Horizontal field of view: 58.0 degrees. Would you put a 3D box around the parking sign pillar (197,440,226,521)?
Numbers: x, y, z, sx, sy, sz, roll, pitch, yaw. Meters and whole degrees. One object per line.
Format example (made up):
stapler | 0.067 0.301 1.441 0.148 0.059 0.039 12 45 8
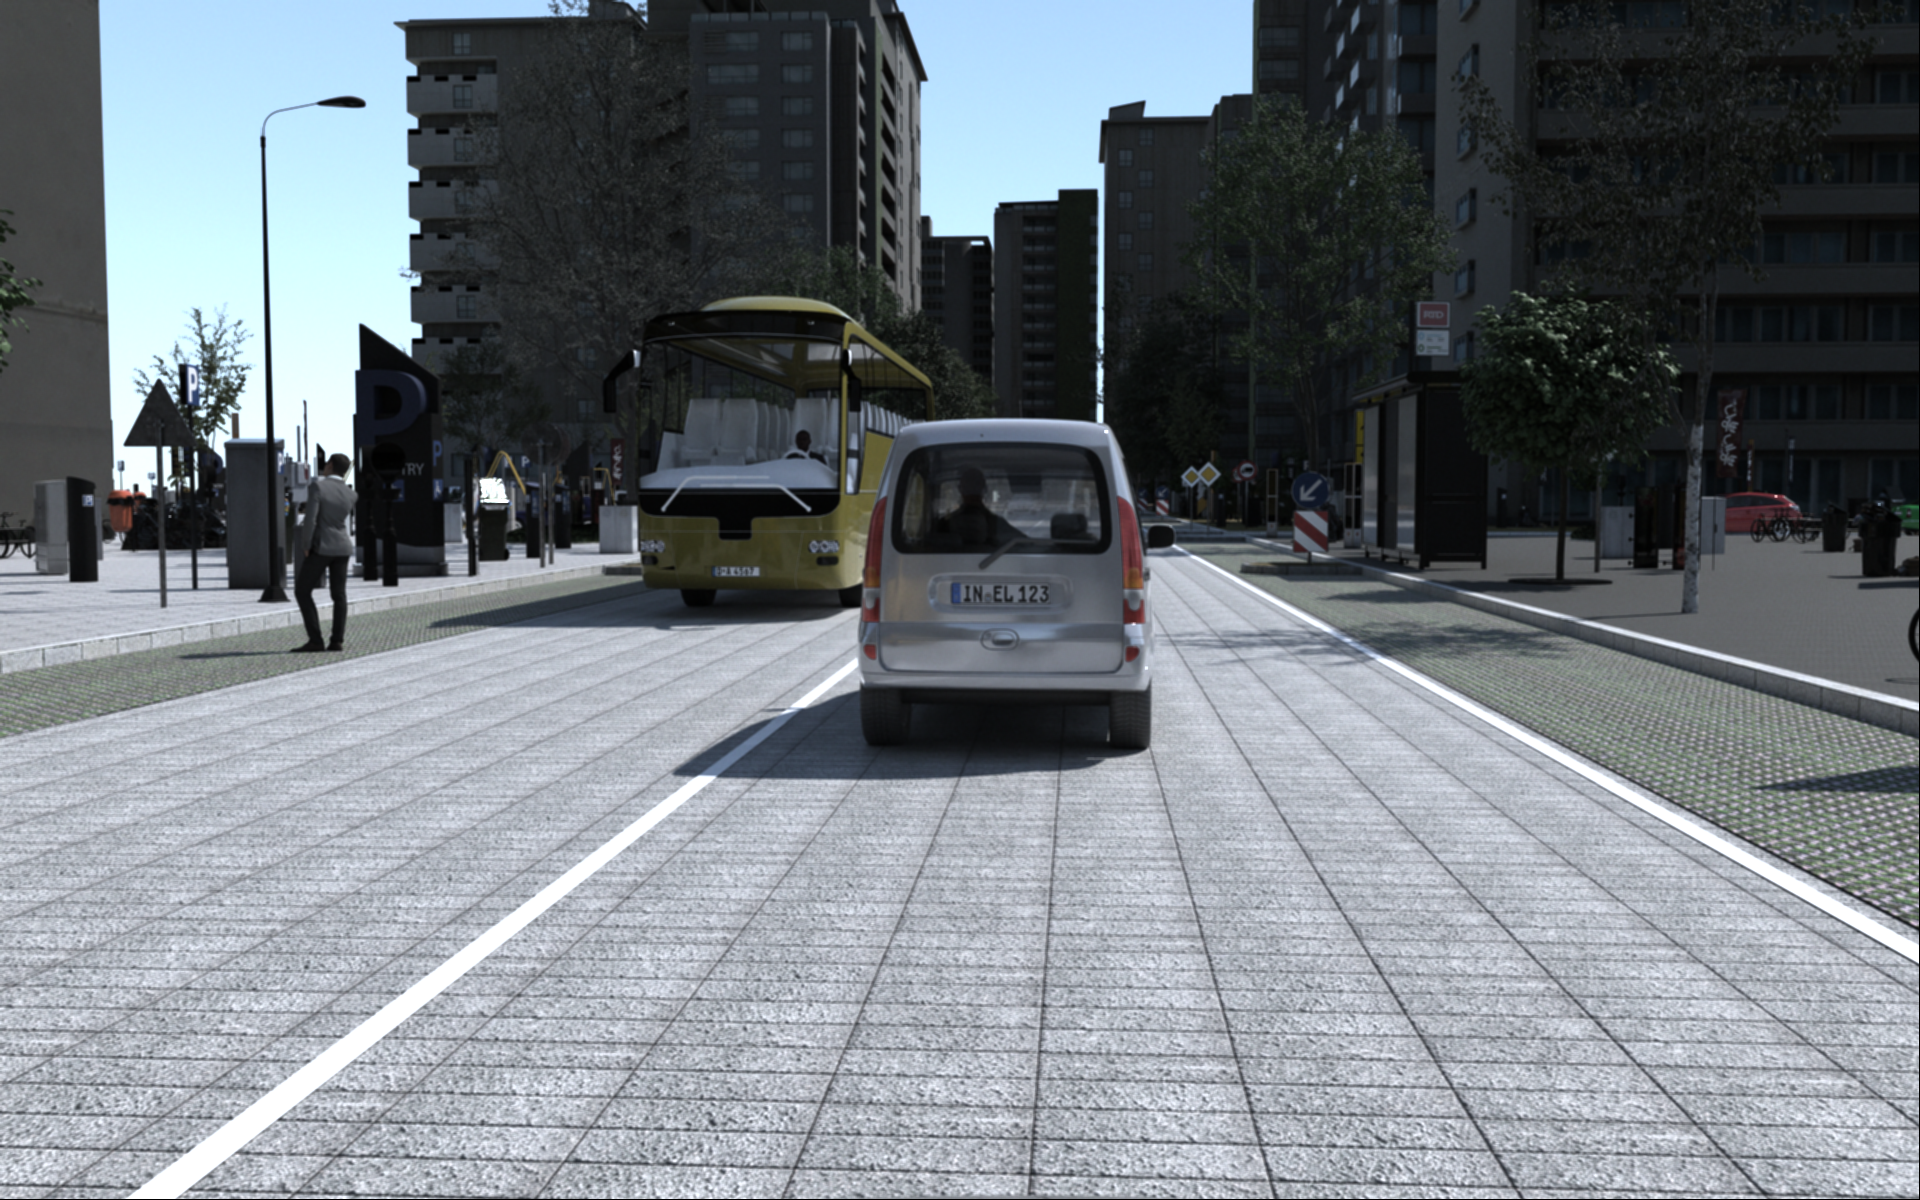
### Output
parking sign pillar | -36.142 -5.822 83.667 1.447 3.967 1.447 2 4 24

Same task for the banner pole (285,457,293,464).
banner pole | -39.928 -6.890 102.664 0.863 3.779 0.401 0 4 0

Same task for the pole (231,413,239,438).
pole | -18.203 -3.042 43.580 0.158 3.312 0.155 0 3 0

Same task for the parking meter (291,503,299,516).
parking meter | -39.659 -5.964 103.224 0.255 1.863 0.399 1 4 17

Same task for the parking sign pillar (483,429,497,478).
parking sign pillar | -19.390 -5.081 71.552 1.447 3.967 1.447 -1 4 -18

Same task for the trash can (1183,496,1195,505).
trash can | 14.060 -5.776 106.084 0.748 1.137 0.748 0 3 0

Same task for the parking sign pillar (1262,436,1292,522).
parking sign pillar | 14.721 -5.626 80.463 1.447 3.967 1.447 1 4 9

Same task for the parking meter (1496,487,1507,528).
parking meter | 20.459 -3.486 65.401 0.372 1.533 0.369 0 3 0

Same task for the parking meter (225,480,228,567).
parking meter | -12.764 -1.356 30.579 0.372 1.533 0.369 0 3 0

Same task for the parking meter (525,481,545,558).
parking meter | -8.531 -1.614 34.796 0.372 1.533 0.369 0 3 0

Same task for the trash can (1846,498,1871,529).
trash can | 30.897 -2.932 59.598 0.748 1.137 0.748 0 3 0

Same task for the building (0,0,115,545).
building | -34.994 -25.302 37.387 21.600 48.544 21.300 0 4 4

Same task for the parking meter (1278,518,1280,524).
parking meter | 14.006 -4.248 75.169 0.399 1.863 0.255 3 5 40

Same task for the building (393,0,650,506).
building | -45.850 -36.951 193.391 27.495 52.752 28.713 0 4 4

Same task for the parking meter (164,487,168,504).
parking meter | -61.326 -7.822 133.593 0.255 1.863 0.399 2 4 26

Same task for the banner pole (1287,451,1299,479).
banner pole | 19.358 -6.760 100.545 0.863 3.779 0.401 1 4 15

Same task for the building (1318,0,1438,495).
building | 37.134 -30.509 118.436 23.786 49.044 30.456 0 4 4

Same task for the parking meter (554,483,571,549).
parking meter | -9.361 -1.981 40.792 0.372 1.533 0.369 0 3 0

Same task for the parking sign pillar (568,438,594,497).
parking sign pillar | -18.488 -5.871 84.458 1.447 3.967 1.447 2 4 31

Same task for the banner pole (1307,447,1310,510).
banner pole | 16.803 -5.704 83.278 0.401 3.779 0.863 0 4 3

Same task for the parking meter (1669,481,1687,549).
parking meter | 13.981 -1.524 33.334 0.372 1.533 0.369 0 3 0

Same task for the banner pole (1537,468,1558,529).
banner pole | 21.630 -4.511 63.769 0.401 3.779 0.863 -3 5 -44

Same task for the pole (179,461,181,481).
pole | -48.716 -7.002 108.319 0.158 3.312 0.155 0 3 0

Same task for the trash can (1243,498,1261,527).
trash can | 11.387 -3.414 67.465 0.748 1.137 0.748 0 3 0

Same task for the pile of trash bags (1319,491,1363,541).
pile of trash bags | 11.012 -2.404 49.055 1.912 1.369 3.447 1 4 23

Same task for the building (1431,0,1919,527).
building | 32.621 -27.685 76.348 21.600 48.544 21.300 0 4 4

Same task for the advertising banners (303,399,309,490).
advertising banners | -12.388 -2.253 33.029 0.090 3.025 2.074 -1 4 -15

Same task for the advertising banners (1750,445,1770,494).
advertising banners | 28.419 -4.008 61.713 2.074 3.025 0.090 -3 5 -43

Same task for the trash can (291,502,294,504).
trash can | -30.286 -4.064 78.106 0.748 1.137 0.748 0 3 0

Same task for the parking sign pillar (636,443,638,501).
parking sign pillar | -11.270 -4.553 62.914 1.447 3.967 1.447 -3 4 -36

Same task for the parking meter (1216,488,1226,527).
parking meter | 10.139 -3.595 67.197 0.372 1.533 0.369 0 3 0

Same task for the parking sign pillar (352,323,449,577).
parking sign pillar | -8.828 -2.370 27.227 1.447 3.967 1.447 0 4 8

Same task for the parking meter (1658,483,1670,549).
parking meter | 16.532 -1.966 40.562 0.372 1.533 0.369 0 3 0

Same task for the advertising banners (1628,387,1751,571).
advertising banners | 12.306 -2.027 29.329 0.090 3.025 2.074 -3 4 -36

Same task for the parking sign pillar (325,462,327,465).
parking sign pillar | -48.579 -8.884 133.732 1.447 3.967 1.447 -1 4 -18

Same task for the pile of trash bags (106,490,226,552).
pile of trash bags | -18.366 -1.834 39.741 1.912 1.369 3.447 0 4 7

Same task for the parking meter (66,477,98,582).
parking meter | -12.834 -1.035 25.326 0.372 1.533 0.369 0 3 0

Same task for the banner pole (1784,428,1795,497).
banner pole | 31.575 -4.646 65.987 0.863 3.779 0.401 -3 4 -37

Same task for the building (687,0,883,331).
building | -14.168 -28.188 144.470 14.154 41.232 14.086 0 4 4

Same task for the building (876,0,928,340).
building | -18.427 -36.830 191.409 27.495 52.752 28.713 0 4 4

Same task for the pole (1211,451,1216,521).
pole | 11.881 -5.344 81.222 0.158 3.312 0.155 0 3 0

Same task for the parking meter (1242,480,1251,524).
parking meter | 12.275 -4.186 74.152 0.399 1.863 0.255 0 4 -1

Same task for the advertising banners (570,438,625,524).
advertising banners | -11.463 -3.576 54.649 2.074 3.025 0.090 1 4 18

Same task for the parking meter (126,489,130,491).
parking meter | -41.173 -4.714 85.479 0.372 1.533 0.369 0 3 0

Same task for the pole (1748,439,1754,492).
pole | 29.335 -4.308 64.283 0.158 3.312 0.155 0 3 0

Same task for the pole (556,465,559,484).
pole | -26.512 -7.361 114.189 0.158 3.312 0.155 0 3 0

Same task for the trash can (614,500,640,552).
trash can | -7.358 -1.652 38.661 0.748 1.137 0.748 0 3 0

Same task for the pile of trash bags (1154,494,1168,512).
pile of trash bags | 15.557 -7.102 125.869 3.447 1.369 1.912 3 5 43
